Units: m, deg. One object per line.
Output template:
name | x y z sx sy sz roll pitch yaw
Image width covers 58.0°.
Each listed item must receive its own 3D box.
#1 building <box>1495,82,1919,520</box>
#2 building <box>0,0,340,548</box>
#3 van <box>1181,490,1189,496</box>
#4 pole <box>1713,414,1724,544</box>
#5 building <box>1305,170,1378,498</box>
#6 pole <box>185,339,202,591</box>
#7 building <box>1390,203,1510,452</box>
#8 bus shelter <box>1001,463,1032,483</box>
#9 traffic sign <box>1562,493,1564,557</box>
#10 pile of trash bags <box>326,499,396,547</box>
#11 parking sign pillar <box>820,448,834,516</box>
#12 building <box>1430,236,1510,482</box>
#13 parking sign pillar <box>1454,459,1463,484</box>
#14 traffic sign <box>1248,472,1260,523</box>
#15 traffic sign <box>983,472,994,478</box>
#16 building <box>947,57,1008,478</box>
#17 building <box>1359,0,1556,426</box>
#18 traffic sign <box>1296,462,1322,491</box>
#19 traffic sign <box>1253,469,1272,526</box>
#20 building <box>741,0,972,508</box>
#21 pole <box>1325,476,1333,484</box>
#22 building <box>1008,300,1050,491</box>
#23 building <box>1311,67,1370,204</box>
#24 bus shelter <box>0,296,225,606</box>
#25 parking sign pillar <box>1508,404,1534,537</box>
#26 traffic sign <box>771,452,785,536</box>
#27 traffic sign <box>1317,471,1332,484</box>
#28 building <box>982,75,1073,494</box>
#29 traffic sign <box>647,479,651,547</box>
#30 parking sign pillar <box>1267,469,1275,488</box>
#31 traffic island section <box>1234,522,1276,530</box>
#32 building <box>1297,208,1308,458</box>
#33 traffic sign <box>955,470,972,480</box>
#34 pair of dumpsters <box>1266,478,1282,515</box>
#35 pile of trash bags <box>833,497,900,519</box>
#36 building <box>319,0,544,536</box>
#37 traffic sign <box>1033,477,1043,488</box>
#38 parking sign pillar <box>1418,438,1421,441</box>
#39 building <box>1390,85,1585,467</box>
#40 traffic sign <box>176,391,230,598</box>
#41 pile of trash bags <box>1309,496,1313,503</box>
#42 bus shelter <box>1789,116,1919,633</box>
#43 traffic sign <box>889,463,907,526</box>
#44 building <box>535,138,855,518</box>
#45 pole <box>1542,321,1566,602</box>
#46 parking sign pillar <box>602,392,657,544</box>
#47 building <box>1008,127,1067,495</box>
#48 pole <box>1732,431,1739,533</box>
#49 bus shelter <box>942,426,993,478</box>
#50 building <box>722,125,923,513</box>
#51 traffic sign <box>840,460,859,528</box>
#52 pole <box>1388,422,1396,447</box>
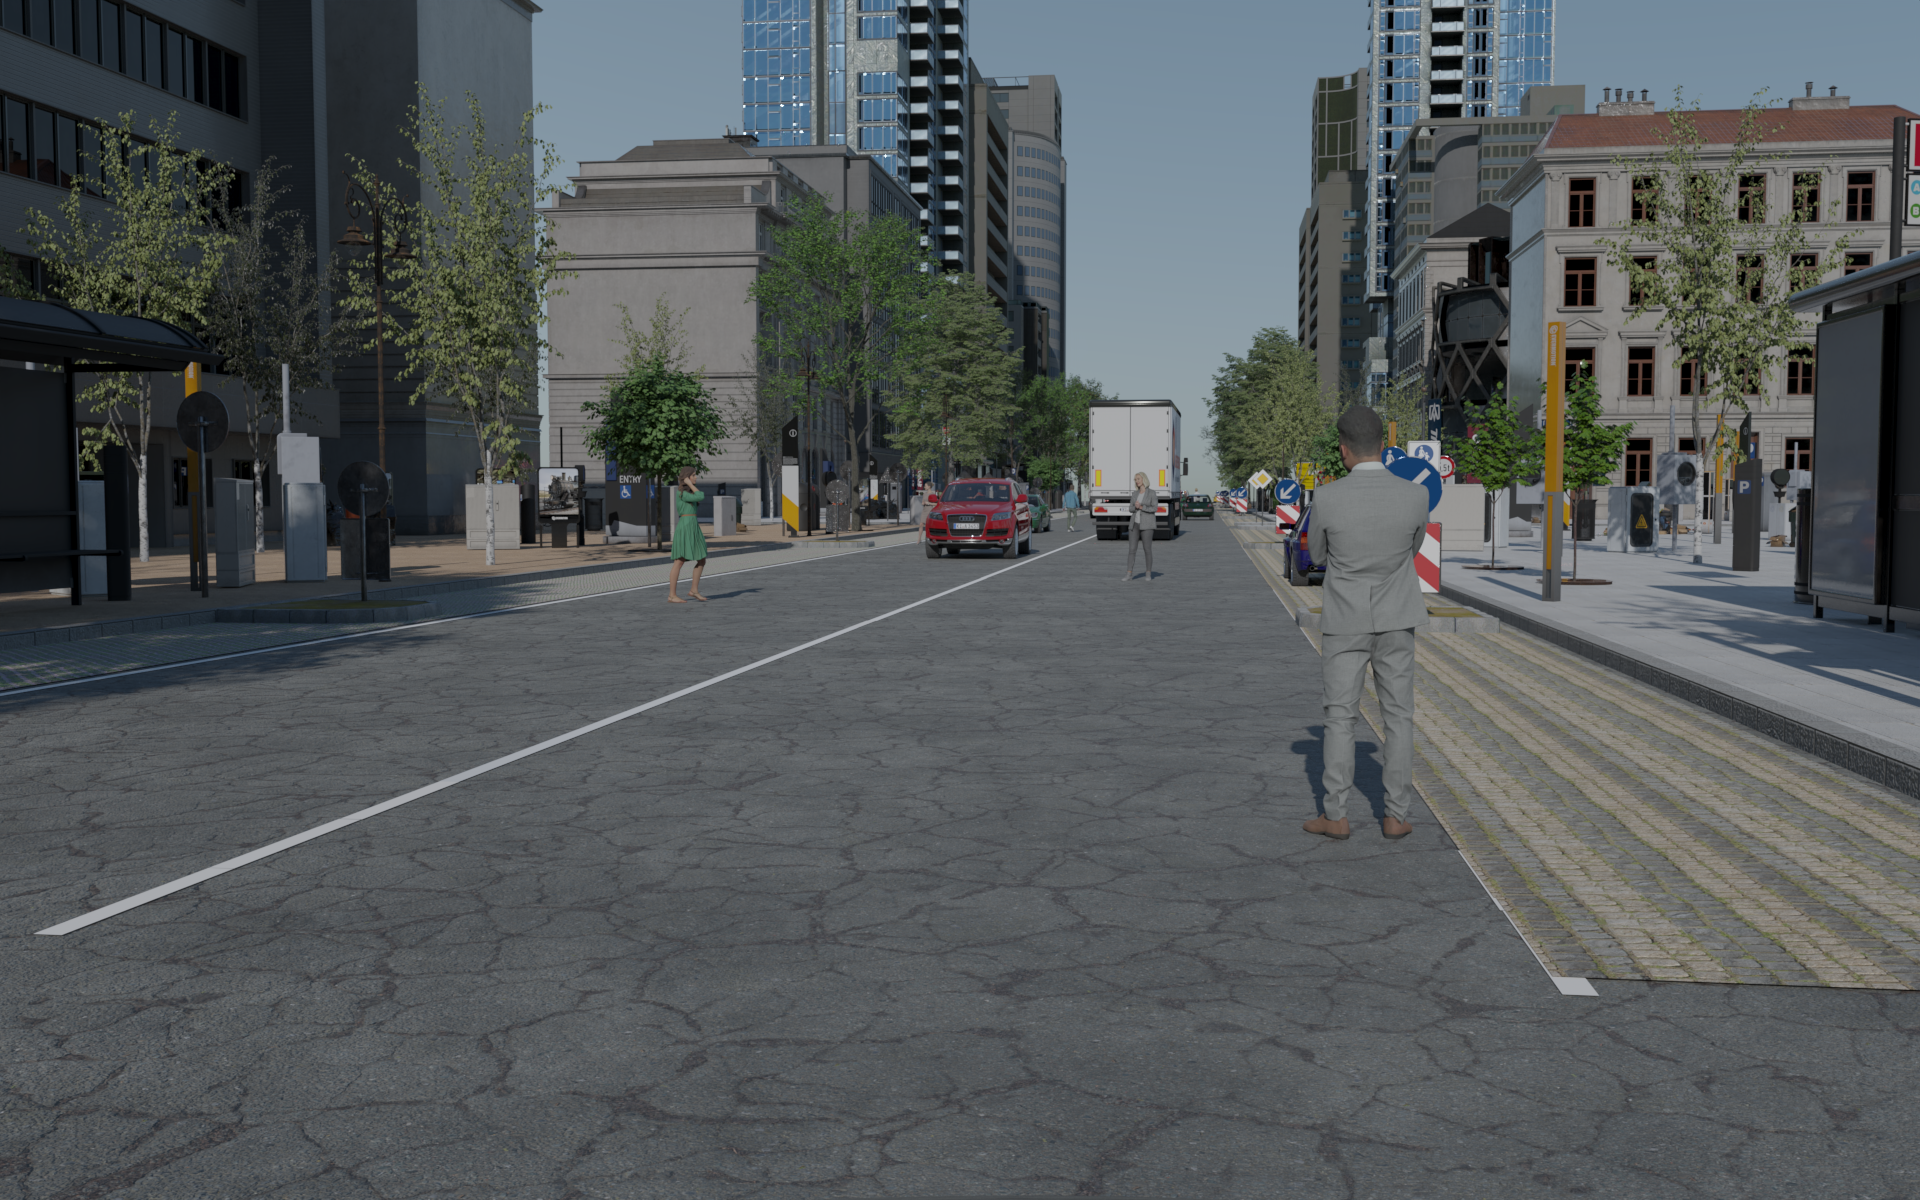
building | 39.690 -15.555 90.477 21.152 22.565 11.583 0 4 8
building | -25.831 -13.104 33.320 14.314 24.678 30.058 0 4 8
van | 22.691 -10.394 176.957 2.013 2.044 4.112 1 4 10
pole | 19.479 -3.096 44.458 0.158 3.312 0.155 0 3 0
building | 62.521 -38.524 253.571 21.300 48.544 21.600 0 4 8
pole | -10.077 -1.773 22.831 0.158 3.312 0.155 0 3 0
building | 41.215 -18.997 139.483 11.050 23.489 19.941 0 4 8
bus shelter | 4.339 -8.635 132.467 1.731 3.624 6.357 0 4 8
traffic sign | 12.331 -2.164 35.484 0.768 2.556 0.104 1 4 15
pile of trash bags | -14.903 -2.016 42.717 1.912 1.369 3.447 -1 4 -18
parking sign pillar | -7.826 -6.956 102.198 1.447 3.967 1.447 1 4 17
building | 41.468 -15.512 121.068 16.820 18.784 16.811 0 4 8
parking sign pillar | 25.479 -6.084 87.952 1.447 3.967 1.447 -3 5 -40
traffic sign | 13.313 -4.532 77.739 0.795 2.450 0.064 0 4 8
traffic sign | 1.291 -4.637 79.450 0.795 2.450 0.064 0 4 8
building | -6.257 -35.115 197.826 21.300 48.544 21.600 0 4 8
building | 54.842 -54.017 195.846 22.319 86.520 31.000 0 4 8
traffic sign | 22.544 -7.127 110.406 2.265 3.308 0.079 1 4 12
traffic sign | 12.197 -4.048 69.832 0.795 2.450 0.064 0 4 8
building | -9.914 -52.477 170.671 22.319 86.520 31.000 0 4 8
pole | 16.397 -5.104 77.291 0.158 3.312 0.155 0 3 0
building | 5.661 -29.695 257.219 14.160 30.474 14.107 0 4 8
building | 68.420 -52.425 295.392 20.563 71.187 20.611 0 4 8
bus shelter | -9.816 -1.432 17.337 2.014 3.302 5.546 0 4 8
parking sign pillar | 16.467 -3.879 51.902 1.447 3.967 1.447 1 4 21
traffic sign | -5.357 -3.205 52.510 0.768 2.556 0.104 1 4 12
traffic sign | 18.633 -5.413 88.608 0.768 2.556 0.104 1 4 13
building | 9.239 -52.793 301.409 20.563 71.187 20.611 0 4 8
traffic sign | -7.470 -2.538 41.602 0.768 2.556 0.104 1 4 17
parking sign pillar | 27.066 -9.937 150.939 1.447 3.967 1.447 1 4 8
traffic island section | 13.338 -3.396 77.813 2.009 0.180 2.903 0 4 8
building | 65.015 -39.838 275.055 21.300 48.544 21.600 0 4 8
traffic sign | 0.175 -4.153 71.543 0.795 2.450 0.064 0 4 8
pair of dumpsters | 20.263 -6.550 109.583 1.574 2.255 4.437 0 4 8
pile of trash bags | -4.860 -4.765 87.664 3.447 1.369 1.912 -1 4 -23
building | -24.559 -12.812 58.622 18.267 20.994 9.793 0 4 8
traffic sign | 5.840 -7.976 130.515 0.768 2.556 0.104 1 4 13
parking sign pillar | 22.227 -5.799 83.283 1.447 3.967 1.447 1 4 17
building | 55.667 -29.208 169.427 32.217 40.220 23.993 0 4 8
traffic sign | -9.368 -1.303 21.416 0.768 2.556 0.104 1 4 16
pile of trash bags | 28.389 -7.893 138.805 1.912 1.369 3.447 2 4 33
bus shelter | 9.423 -2.362 16.243 2.179 5.291 8.768 0 4 8
traffic sign | -2.519 -4.294 70.315 0.768 2.556 0.104 1 4 11
building | -15.144 -16.114 105.260 13.314 21.916 24.055 0 4 8
pole | 7.072 -1.637 20.614 0.158 3.312 0.155 0 3 0
parking sign pillar | -8.632 -3.474 45.275 1.447 3.967 1.447 2 4 26
building | 5.405 -44.999 277.728 21.231 58.520 28.212 0 4 8
pole | 25.230 -3.818 56.269 0.158 3.312 0.155 0 3 0
bus shelter | 0.399 -7.741 104.202 2.179 5.291 8.768 0 4 8
building | -11.560 -20.507 128.803 14.314 27.812 24.014 0 4 8
traffic sign | -4.177 -3.986 65.278 0.768 2.556 0.104 1 4 13
pole | 12.214 -3.375 49.023 0.158 3.312 0.155 0 3 0
